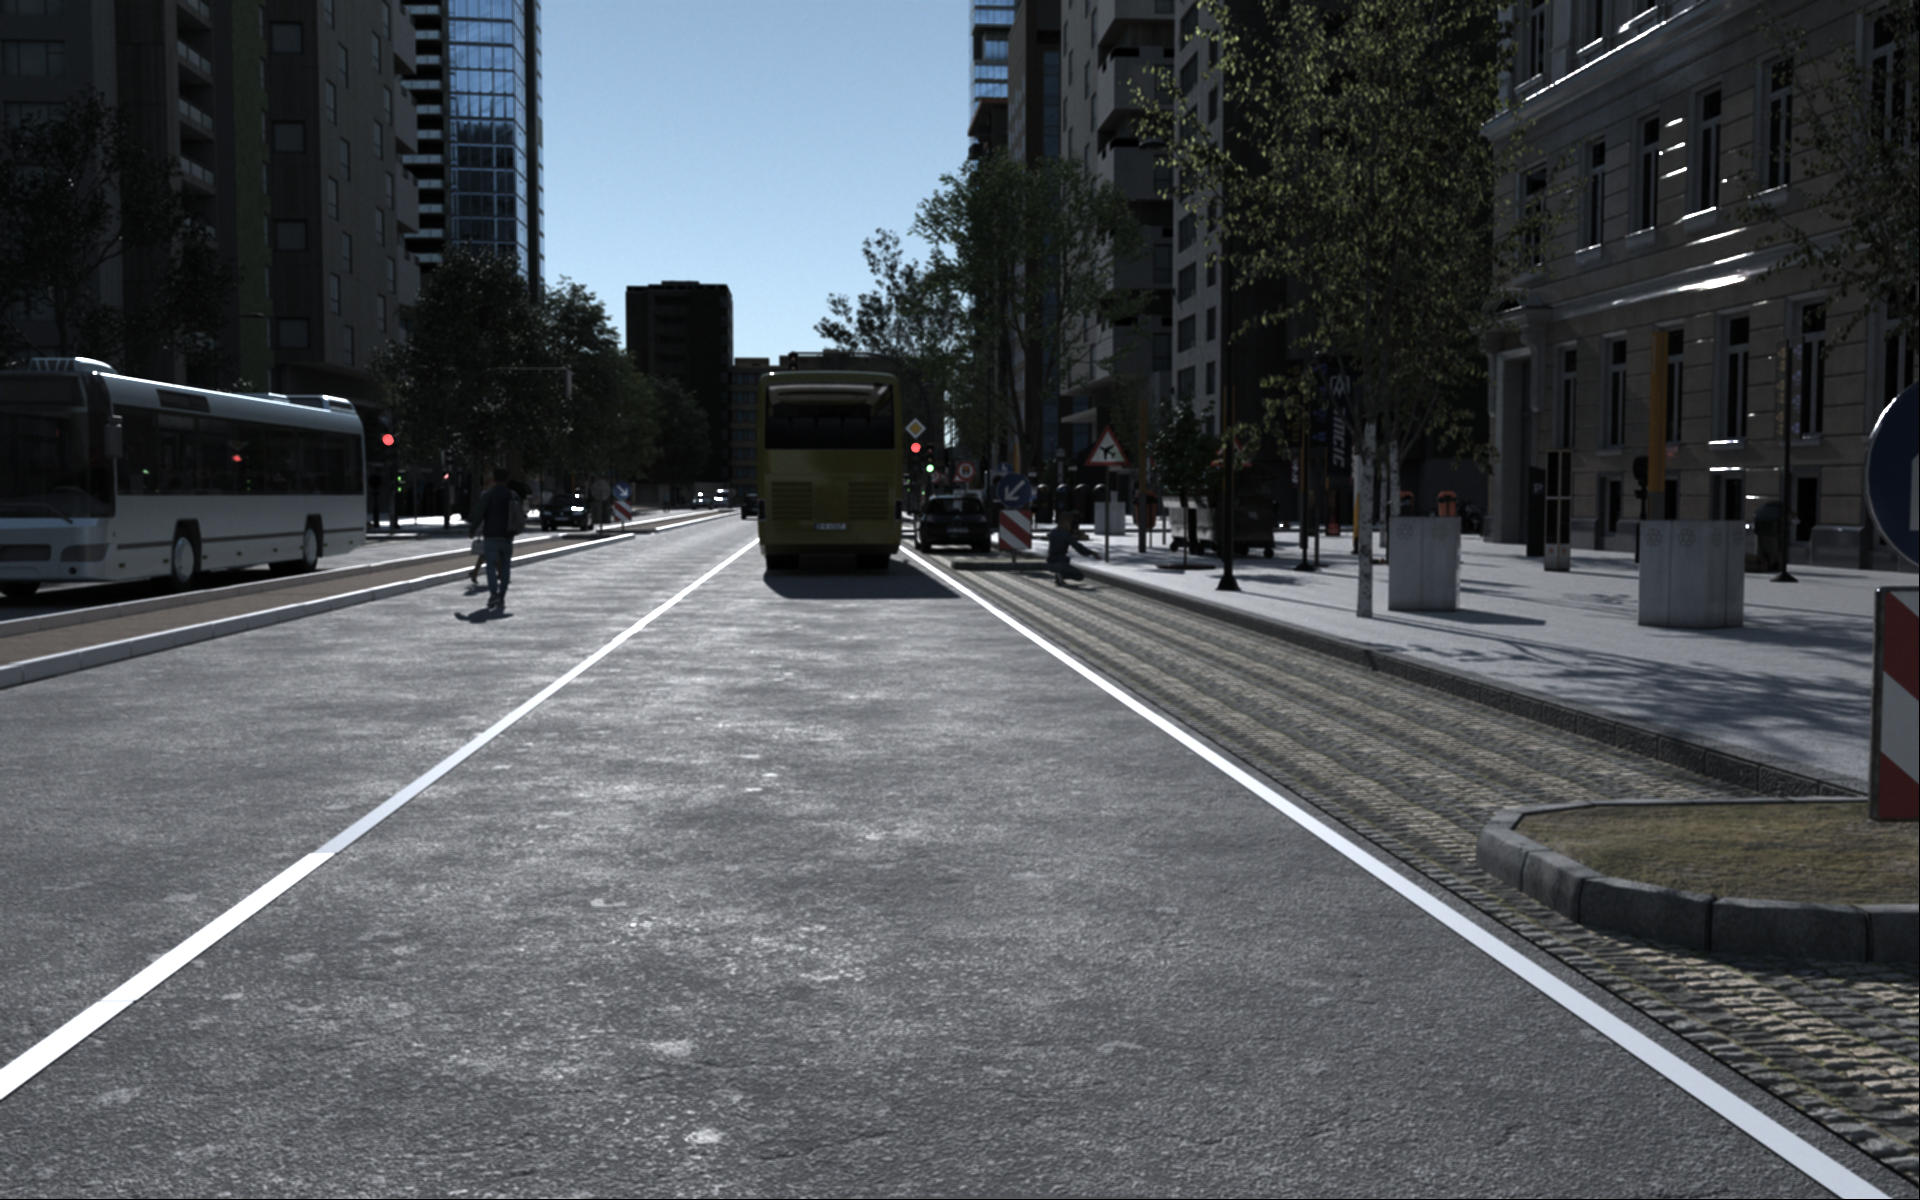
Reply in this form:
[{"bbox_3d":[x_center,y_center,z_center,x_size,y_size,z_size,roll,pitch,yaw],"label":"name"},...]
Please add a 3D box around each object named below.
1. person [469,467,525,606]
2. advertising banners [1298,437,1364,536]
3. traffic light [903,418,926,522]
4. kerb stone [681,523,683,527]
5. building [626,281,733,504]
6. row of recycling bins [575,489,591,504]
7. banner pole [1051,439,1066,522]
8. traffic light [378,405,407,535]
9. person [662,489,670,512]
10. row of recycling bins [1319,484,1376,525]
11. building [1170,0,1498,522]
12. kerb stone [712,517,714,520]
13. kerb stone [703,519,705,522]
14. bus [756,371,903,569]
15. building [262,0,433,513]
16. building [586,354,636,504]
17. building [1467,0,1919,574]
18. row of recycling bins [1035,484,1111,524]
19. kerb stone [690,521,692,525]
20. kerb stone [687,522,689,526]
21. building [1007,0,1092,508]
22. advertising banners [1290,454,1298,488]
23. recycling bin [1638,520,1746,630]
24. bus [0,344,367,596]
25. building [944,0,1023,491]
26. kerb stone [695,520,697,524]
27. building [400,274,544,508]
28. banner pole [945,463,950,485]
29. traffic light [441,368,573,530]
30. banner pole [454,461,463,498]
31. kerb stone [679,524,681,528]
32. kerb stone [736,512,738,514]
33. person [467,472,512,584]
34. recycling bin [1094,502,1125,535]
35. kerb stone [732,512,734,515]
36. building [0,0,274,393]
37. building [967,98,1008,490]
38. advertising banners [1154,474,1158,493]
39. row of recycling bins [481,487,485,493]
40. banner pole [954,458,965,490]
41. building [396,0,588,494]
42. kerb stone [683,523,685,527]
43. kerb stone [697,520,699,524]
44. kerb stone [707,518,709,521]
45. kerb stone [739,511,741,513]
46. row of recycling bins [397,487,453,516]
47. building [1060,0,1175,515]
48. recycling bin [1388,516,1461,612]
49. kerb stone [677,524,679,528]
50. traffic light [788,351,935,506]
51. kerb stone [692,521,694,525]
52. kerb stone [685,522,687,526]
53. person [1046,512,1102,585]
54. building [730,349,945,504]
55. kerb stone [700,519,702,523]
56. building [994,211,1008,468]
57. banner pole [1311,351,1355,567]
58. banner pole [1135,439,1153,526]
[{"bbox_3d":[-5.950,-0.828,22.383,0.623,1.781,0.721,-3,5,-44],"label":"person"},{"bbox_3d":[11.378,-3.469,52.901,2.074,3.025,0.090,-1,4,-15],"label":"advertising banners"},{"bbox_3d":[-1.655,-4.580,63.796,0.839,4.253,0.868,0,4,-5],"label":"traffic light"},{"bbox_3d":[-11.950,-3.128,73.409,0.120,0.150,1.000,0,4,-5],"label":"kerb stone"},{"bbox_3d":[-38.377,-28.520,237.994,14.107,30.474,14.160,0,4,-5],"label":"building"},{"bbox_3d":[-28.661,-7.619,131.676,1.069,1.692,3.534,-2,4,-29],"label":"row of recycling bins"},{"bbox_3d":[4.450,-5.469,79.430,0.863,3.779,0.401,0,4,-4],"label":"banner pole"},{"bbox_3d":[-17.876,-4.010,54.478,0.839,4.253,0.868,0,4,-5],"label":"traffic light"},{"bbox_3d":[-23.270,-7.871,137.214,0.660,1.820,0.620,1,4,13],"label":"person"},{"bbox_3d":[16.032,-3.978,72.154,1.069,1.692,3.534,-2,4,-25],"label":"row of recycling bins"},{"bbox_3d":[18.413,-19.057,83.283,14.107,30.474,14.160,0,4,-5],"label":"building"},{"bbox_3d":[-13.588,-4.383,93.880,0.120,0.150,1.000,0,4,-5],"label":"kerb stone"},{"bbox_3d":[-13.010,-3.947,86.722,0.120,0.150,1.000,0,4,-5],"label":"kerb stone"},{"bbox_3d":[-2.796,-2.716,35.948,2.896,3.916,12.252,0,4,-5],"label":"bus"},{"bbox_3d":[-49.876,-31.702,107.561,28.713,52.752,27.495,0,4,-5],"label":"building"},{"bbox_3d":[-60.849,-24.380,243.647,28.899,21.520,27.650,0,4,-5],"label":"building"},{"bbox_3d":[20.894,-15.298,36.030,13.634,28.700,20.117,0,4,-5],"label":"building"},{"bbox_3d":[4.883,-4.162,75.163,3.534,1.692,1.069,2,4,25],"label":"row of recycling bins"},{"bbox_3d":[-12.361,-3.445,78.521,0.120,0.150,1.000,0,4,-5],"label":"kerb stone"},{"bbox_3d":[-12.191,-3.320,76.481,0.120,0.150,1.000,0,4,-5],"label":"kerb stone"},{"bbox_3d":[11.851,-30.821,154.038,14.600,45.320,14.200,0,4,-5],"label":"building"},{"bbox_3d":[15.309,-4.842,75.357,2.074,3.025,0.090,2,4,29],"label":"advertising banners"},{"bbox_3d":[7.096,-0.260,16.804,0.722,1.027,0.722,-3,4,-36],"label":"recycling bin"},{"bbox_3d":[-12.387,-1.974,27.130,2.948,3.499,13.247,0,4,-4],"label":"bus"},{"bbox_3d":[13.133,-56.996,244.558,31.000,86.520,22.319,0,4,-5],"label":"building"},{"bbox_3d":[-12.610,-3.633,81.611,0.120,0.150,1.000,0,4,-5],"label":"kerb stone"},{"bbox_3d":[-52.441,-18.638,149.777,27.650,21.520,28.899,0,4,-5],"label":"building"},{"bbox_3d":[-0.977,-9.133,139.339,0.401,3.779,0.863,2,4,33],"label":"banner pole"},{"bbox_3d":[-16.434,-5.380,62.639,4.771,5.953,1.251,0,4,-5],"label":"traffic light"},{"bbox_3d":[-37.528,-8.530,129.488,0.863,3.779,0.401,-3,4,-38],"label":"banner pole"},{"bbox_3d":[-11.866,-3.070,72.390,0.120,0.150,1.000,0,4,-5],"label":"kerb stone"},{"bbox_3d":[-15.706,-6.007,120.414,0.120,0.150,1.000,0,4,-5],"label":"kerb stone"},{"bbox_3d":[-7.527,-1.150,27.660,0.624,1.780,0.694,1,4,9],"label":"person"},{"bbox_3d":[4.738,-2.581,54.752,0.722,1.027,0.722,-3,5,-41],"label":"recycling bin"},{"bbox_3d":[-15.300,-5.690,115.314,0.120,0.150,1.000,0,4,-5],"label":"kerb stone"},{"bbox_3d":[-40.695,-24.143,78.339,14.154,41.232,14.086,0,4,-5],"label":"building"},{"bbox_3d":[12.306,-32.787,190.684,22.147,44.769,28.867,0,4,-5],"label":"building"},{"bbox_3d":[10.048,-5.725,89.798,0.090,3.025,2.074,1,4,21],"label":"advertising banners"},{"bbox_3d":[-25.791,-5.488,96.847,1.069,1.692,3.534,1,4,19],"label":"row of recycling bins"},{"bbox_3d":[0.031,-7.117,106.388,0.863,3.779,0.401,0,4,1],"label":"banner pole"},{"bbox_3d":[-57.931,-53.489,187.212,31.000,86.520,22.319,0,4,-5],"label":"building"},{"bbox_3d":[-12.030,-3.189,74.437,0.120,0.150,1.000,0,4,-5],"label":"kerb stone"},{"bbox_3d":[-12.688,-3.697,82.634,0.120,0.150,1.000,0,4,-5],"label":"kerb stone"},{"bbox_3d":[-13.262,-4.134,89.787,0.120,0.150,1.000,0,4,-5],"label":"kerb stone"},{"bbox_3d":[-16.040,-6.258,124.508,0.120,0.150,1.000,0,4,-5],"label":"kerb stone"},{"bbox_3d":[-31.249,-5.713,100.528,3.534,1.692,1.069,-3,5,-40],"label":"row of recycling bins"},{"bbox_3d":[21.865,-32.271,116.873,28.713,52.752,27.495,0,4,-5],"label":"building"},{"bbox_3d":[5.160,-0.408,19.229,0.722,1.027,0.722,1,4,20],"label":"recycling bin"},{"bbox_3d":[-11.785,-3.007,71.363,0.120,0.150,1.000,0,4,-5],"label":"kerb stone"},{"bbox_3d":[-3.098,-4.946,55.529,4.771,5.953,1.251,0,4,-5],"label":"traffic light"},{"bbox_3d":[-12.436,-3.506,79.544,0.120,0.150,1.000,0,4,-5],"label":"kerb stone"},{"bbox_3d":[-12.115,-3.255,75.461,0.120,0.150,1.000,0,4,-5],"label":"kerb stone"},{"bbox_3d":[1.642,-0.821,27.424,0.738,1.151,1.012,-3,4,-38],"label":"person"},{"bbox_3d":[-17.552,-24.622,247.614,28.899,21.520,27.650,0,4,-5],"label":"building"},{"bbox_3d":[-12.846,-3.819,84.675,0.120,0.150,1.000,0,4,-5],"label":"kerb stone"},{"bbox_3d":[10.115,-24.292,168.867,14.160,30.474,14.107,0,4,-5],"label":"building"},{"bbox_3d":[6.493,-2.468,30.362,0.863,3.779,0.401,2,4,35],"label":"banner pole"},{"bbox_3d":[7.449,-4.882,69.841,0.863,3.779,0.401,3,5,43],"label":"banner pole"}]
